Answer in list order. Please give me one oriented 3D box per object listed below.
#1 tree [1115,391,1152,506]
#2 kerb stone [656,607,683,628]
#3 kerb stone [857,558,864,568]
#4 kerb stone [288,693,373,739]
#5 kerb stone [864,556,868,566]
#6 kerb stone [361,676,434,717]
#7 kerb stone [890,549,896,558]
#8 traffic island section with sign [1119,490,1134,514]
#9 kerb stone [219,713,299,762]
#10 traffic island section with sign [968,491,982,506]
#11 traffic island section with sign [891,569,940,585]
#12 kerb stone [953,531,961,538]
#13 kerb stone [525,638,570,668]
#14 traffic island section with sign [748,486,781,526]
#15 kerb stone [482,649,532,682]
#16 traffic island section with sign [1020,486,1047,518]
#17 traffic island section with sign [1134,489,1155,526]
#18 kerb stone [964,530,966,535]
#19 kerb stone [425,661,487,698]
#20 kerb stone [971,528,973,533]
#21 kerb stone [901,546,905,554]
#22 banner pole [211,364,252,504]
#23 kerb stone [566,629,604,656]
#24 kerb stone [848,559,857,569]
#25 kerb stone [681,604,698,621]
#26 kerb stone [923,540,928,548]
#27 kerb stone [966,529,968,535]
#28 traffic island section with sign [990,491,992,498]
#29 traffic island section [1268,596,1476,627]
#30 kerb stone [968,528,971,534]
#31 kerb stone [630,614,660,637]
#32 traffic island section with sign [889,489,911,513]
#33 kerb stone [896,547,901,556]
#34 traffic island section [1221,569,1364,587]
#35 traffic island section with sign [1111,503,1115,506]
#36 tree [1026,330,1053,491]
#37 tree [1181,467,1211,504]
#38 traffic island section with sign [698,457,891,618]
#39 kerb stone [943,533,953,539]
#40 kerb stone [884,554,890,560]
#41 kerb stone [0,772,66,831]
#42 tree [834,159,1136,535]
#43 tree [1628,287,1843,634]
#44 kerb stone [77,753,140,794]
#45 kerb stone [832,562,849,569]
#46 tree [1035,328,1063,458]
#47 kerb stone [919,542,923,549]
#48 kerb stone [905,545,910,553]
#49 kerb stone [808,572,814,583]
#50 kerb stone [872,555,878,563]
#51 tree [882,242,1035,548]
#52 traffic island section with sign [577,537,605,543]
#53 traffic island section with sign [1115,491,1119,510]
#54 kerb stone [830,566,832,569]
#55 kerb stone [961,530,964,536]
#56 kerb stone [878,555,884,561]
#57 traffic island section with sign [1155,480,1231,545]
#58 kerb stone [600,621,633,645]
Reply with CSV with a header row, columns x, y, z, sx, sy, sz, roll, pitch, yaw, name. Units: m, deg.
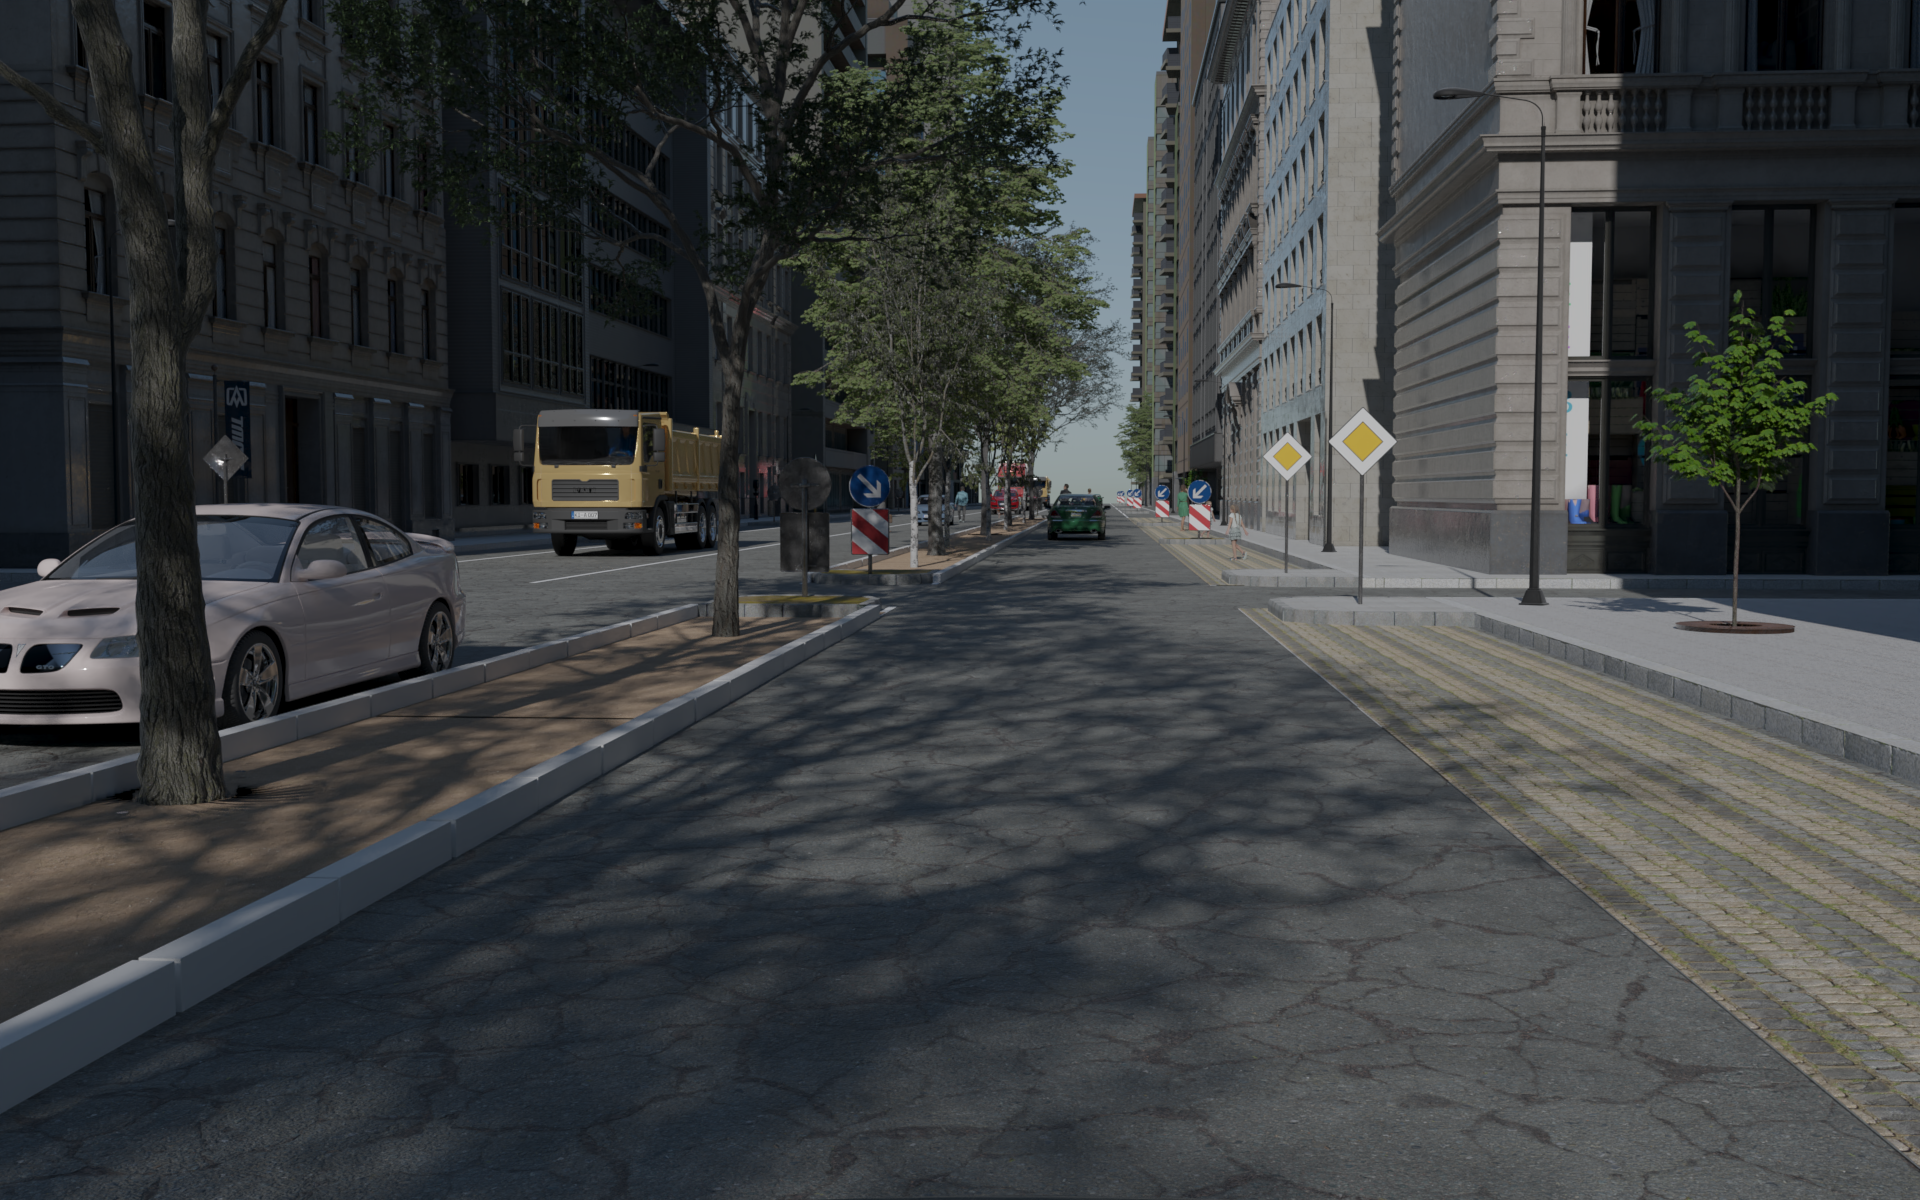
x,y,z,sx,sy,sz,roll,pitch,yaw,name
20.656,-16.613,189.742,7.486,12.596,7.792,0,3,0,tree
-3.199,0.212,18.725,0.120,0.150,1.000,0,4,5,kerb stone
-2.027,-0.693,33.528,0.120,0.150,1.000,0,4,5,kerb stone
-3.861,0.714,10.550,0.120,0.150,1.000,0,4,5,kerb stone
-1.935,-0.754,34.552,0.120,0.150,1.000,0,4,5,kerb stone
-3.779,0.650,11.569,0.120,0.150,1.000,0,4,5,kerb stone
-1.613,-1.006,38.649,0.120,0.150,1.000,0,4,5,kerb stone
12.939,-7.278,127.621,1.989,1.847,2.006,0,4,5,traffic island section with sign
-3.939,0.775,9.527,0.120,0.150,1.000,0,4,5,kerb stone
2.006,-12.400,211.360,1.989,1.847,2.006,0,4,5,traffic island section with sign
-1.385,-1.235,28.323,2.006,1.907,1.989,0,4,5,traffic island section with sign
-0.144,-2.133,57.062,0.120,0.150,1.000,0,4,5,kerb stone
-3.532,0.463,14.632,0.120,0.150,1.000,0,4,5,kerb stone
-8.541,-4.320,79.256,1.989,1.847,2.006,0,4,5,traffic island section with sign
-3.608,0.527,13.609,0.120,0.150,1.000,0,4,5,kerb stone
4.590,-5.816,103.224,2.006,1.907,1.989,0,4,5,traffic island section with sign
8.954,-4.234,77.854,1.989,1.847,2.006,0,4,5,traffic island section with sign
0.015,-2.257,59.100,0.120,0.150,1.000,0,4,5,kerb stone
-3.695,0.587,12.591,0.120,0.150,1.000,0,4,5,kerb stone
0.272,-2.445,62.173,0.120,0.150,1.000,0,4,5,kerb stone
-1.456,-1.132,40.702,0.120,0.150,1.000,0,4,5,kerb stone
-14.175,-2.667,33.624,0.863,3.779,0.401,-2,4,-31,banner pole
-3.447,0.400,15.654,0.120,0.150,1.000,0,4,5,kerb stone
-2.107,-0.630,32.506,0.120,0.150,1.000,0,4,5,kerb stone
-3.127,0.152,19.745,0.120,0.150,1.000,0,4,5,kerb stone
-0.954,-1.505,46.831,0.120,0.150,1.000,0,4,5,kerb stone
0.100,-2.319,60.119,0.120,0.150,1.000,0,4,5,kerb stone
4.173,-14.057,238.453,1.989,1.847,2.006,0,4,5,traffic island section with sign
4.680,0.129,20.170,2.009,0.180,2.903,0,4,5,traffic island section
0.192,-2.382,61.142,0.120,0.150,1.000,0,4,5,kerb stone
-3.281,0.275,17.697,0.120,0.150,1.000,0,4,5,kerb stone
-4.556,-7.381,129.299,1.989,1.847,2.006,0,4,5,traffic island section with sign
-1.527,-1.069,39.674,0.120,0.150,1.000,0,4,5,kerb stone
5.316,-0.358,28.130,2.009,0.180,2.903,0,4,5,traffic island section
19.522,-12.314,209.968,1.989,1.847,2.006,0,4,5,traffic island section with sign
0.864,-6.057,51.853,4.360,8.622,3.978,0,3,0,tree
14.093,-6.743,104.852,1.663,3.219,1.824,0,3,0,tree
-1.985,-0.783,20.940,2.006,1.907,1.989,0,4,5,traffic island section with sign
-0.386,-1.942,53.985,0.120,0.150,1.000,0,4,5,kerb stone
-1.696,-0.944,37.625,0.120,0.150,1.000,0,4,5,kerb stone
-4.104,0.900,7.489,0.120,0.150,1.000,0,4,5,kerb stone
0.849,-9.001,60.000,12.009,13.543,11.850,0,3,0,tree
7.357,-1.333,16.391,1.663,3.219,1.824,0,3,0,tree
-4.026,0.840,8.508,0.120,0.150,1.000,0,4,5,kerb stone
-2.191,-0.567,31.470,0.120,0.150,1.000,0,4,5,kerb stone
1.812,-7.133,69.451,4.737,8.622,4.395,0,3,0,tree
-1.123,-1.382,44.786,0.120,0.150,1.000,0,4,5,kerb stone
-1.368,-1.194,41.730,0.120,0.150,1.000,0,4,5,kerb stone
-2.433,-0.379,28.400,0.120,0.150,1.000,0,4,5,kerb stone
-1.853,-0.819,35.581,0.120,0.150,1.000,0,4,5,kerb stone
-0.368,-5.716,46.274,4.737,8.622,4.395,0,3,0,tree
-10.727,-2.651,51.976,1.989,1.847,2.006,0,4,5,traffic island section with sign
15.085,-8.924,154.537,1.989,1.847,2.006,0,4,5,traffic island section with sign
-2.347,-0.442,29.422,0.120,0.150,1.000,0,4,5,kerb stone
-0.060,-2.195,58.081,0.120,0.150,1.000,0,4,5,kerb stone
-1.778,-0.879,36.607,0.120,0.150,1.000,0,4,5,kerb stone
6.722,-2.513,49.723,1.989,1.847,2.006,0,4,5,traffic island section with sign
-3.371,0.339,16.679,0.120,0.150,1.000,0,4,5,kerb stone
